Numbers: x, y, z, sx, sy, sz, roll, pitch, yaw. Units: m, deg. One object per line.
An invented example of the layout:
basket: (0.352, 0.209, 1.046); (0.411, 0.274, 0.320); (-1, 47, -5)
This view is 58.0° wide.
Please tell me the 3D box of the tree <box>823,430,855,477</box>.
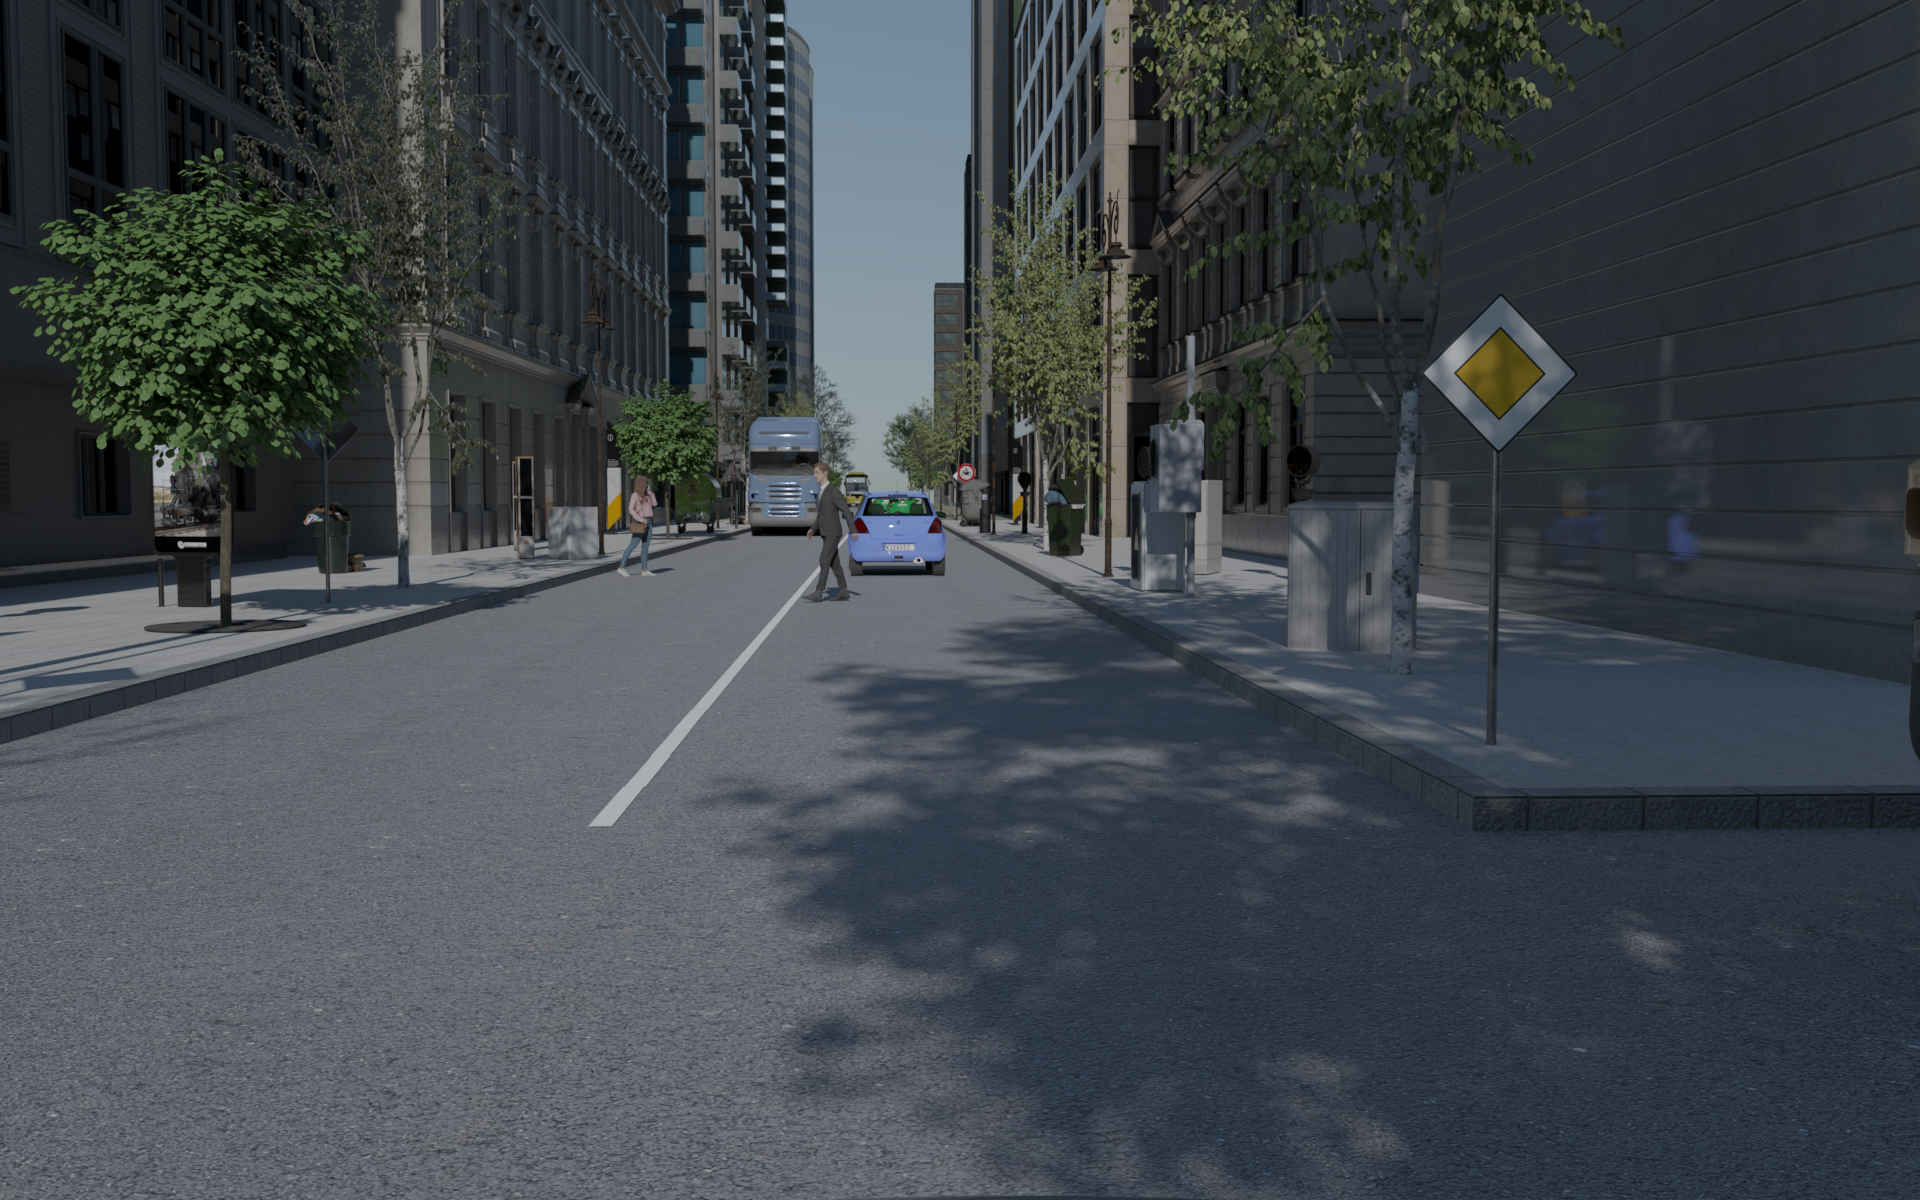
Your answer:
tree: (-17.840, -18.567, 237.976); (7.601, 10.594, 8.767); (-3, 5, -44)

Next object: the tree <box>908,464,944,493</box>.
tree: (-3.285, -11.227, 167.279); (4.285, 4.588, 4.351); (0, 3, 0)

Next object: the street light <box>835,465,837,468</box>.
street light: (-16.096, -15.421, 224.926); (0.468, 5.910, 1.993); (0, 4, -3)

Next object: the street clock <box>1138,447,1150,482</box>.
street clock: (2.930, -1.358, 26.771); (0.358, 2.002, 0.471); (-1, 4, -15)

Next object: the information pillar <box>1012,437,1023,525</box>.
information pillar: (2.365, -4.877, 71.090); (0.504, 3.616, 0.183); (3, 5, 44)

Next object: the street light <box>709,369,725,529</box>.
street light: (-8.976, -5.582, 64.061); (0.468, 5.910, 1.993); (0, 4, -3)

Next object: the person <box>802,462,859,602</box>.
person: (-1.792, -0.900, 22.999); (0.755, 1.850, 0.659); (-2, 4, -26)

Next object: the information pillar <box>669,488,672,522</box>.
information pillar: (-13.534, -5.418, 79.946); (0.183, 3.616, 0.504); (1, 4, 19)

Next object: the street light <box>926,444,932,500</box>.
street light: (-2.355, -9.743, 132.081); (0.468, 5.910, 1.993); (0, 4, -3)

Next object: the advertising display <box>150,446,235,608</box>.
advertising display: (-8.683, -0.880, 19.596); (0.974, 1.923, 0.123); (1, 4, 11)

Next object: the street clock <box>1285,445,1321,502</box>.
street clock: (5.056, -1.284, 25.570); (0.358, 2.002, 0.471); (-3, 5, -45)

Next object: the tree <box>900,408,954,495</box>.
tree: (-2.777, -11.971, 146.085); (4.360, 8.622, 3.978); (0, 3, 0)

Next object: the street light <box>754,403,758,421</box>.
street light: (-9.961, -6.900, 85.600); (0.468, 5.910, 1.993); (0, 4, -3)

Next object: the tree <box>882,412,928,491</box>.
tree: (-6.402, -18.025, 220.461); (9.928, 11.665, 9.643); (0, 3, 0)

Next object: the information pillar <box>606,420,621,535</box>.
information pillar: (-10.919, -3.870, 54.629); (0.504, 3.616, 0.183); (2, 4, 28)

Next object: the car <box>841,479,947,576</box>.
car: (-1.189, -1.345, 31.586); (1.945, 1.707, 3.694); (0, 4, -4)

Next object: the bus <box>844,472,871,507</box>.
bus: (-11.530, -12.312, 192.855); (2.896, 3.916, 12.252); (0, 4, -4)

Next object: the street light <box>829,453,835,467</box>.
street light: (-14.784, -13.687, 196.565); (0.468, 5.910, 1.993); (0, 4, -3)

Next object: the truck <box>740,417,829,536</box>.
truck: (-6.317, -4.689, 66.423); (2.967, 4.110, 18.799); (0, 4, -3)

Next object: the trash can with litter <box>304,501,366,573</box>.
trash can with litter: (-10.163, -1.031, 28.245); (0.624, 1.170, 1.055); (0, 4, 7)

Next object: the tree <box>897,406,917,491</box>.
tree: (-0.431, -8.750, 93.422); (4.737, 8.622, 4.395); (0, 3, 0)

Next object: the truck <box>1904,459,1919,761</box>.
truck: (8.248, -0.986, 5.031); (11.283, 4.237, 2.839); (0, 4, -1)

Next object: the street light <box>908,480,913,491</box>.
street light: (-7.211, -16.520, 242.891); (0.468, 5.910, 1.993); (0, 4, -3)

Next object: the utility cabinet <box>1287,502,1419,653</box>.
utility cabinet: (3.225, -0.190, 14.274); (1.020, 1.237, 0.306); (2, 4, 31)

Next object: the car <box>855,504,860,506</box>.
car: (-11.483, -11.852, 203.558); (2.009, 1.686, 4.222); (0, 4, -4)

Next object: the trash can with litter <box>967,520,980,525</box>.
trash can with litter: (0.620, -3.658, 71.198); (0.624, 1.170, 1.055); (-1, 4, -19)

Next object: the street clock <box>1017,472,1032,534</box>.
street clock: (2.089, -3.137, 55.862); (0.471, 2.002, 0.358); (0, 4, 5)

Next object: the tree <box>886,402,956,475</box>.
tree: (-4.033, -14.786, 176.165); (7.601, 10.594, 8.767); (-1, 4, -20)

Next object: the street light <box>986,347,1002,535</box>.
street light: (1.070, -5.005, 54.614); (0.468, 5.910, 1.993); (0, 4, -3)

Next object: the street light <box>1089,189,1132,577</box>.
street light: (2.296, -3.295, 26.667); (0.468, 5.910, 1.993); (0, 4, -3)

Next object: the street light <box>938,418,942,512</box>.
street light: (-1.135, -7.983, 103.314); (0.468, 5.910, 1.993); (0, 4, -3)

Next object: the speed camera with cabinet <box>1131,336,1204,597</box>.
speed camera with cabinet: (2.655, -1.719, 22.439); (0.660, 3.252, 2.038); (0, 4, -4)

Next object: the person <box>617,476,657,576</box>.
person: (-5.630, -1.289, 30.172); (0.643, 1.750, 0.593); (1, 4, 18)

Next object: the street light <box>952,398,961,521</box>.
street light: (-0.174, -6.771, 83.500); (0.468, 5.910, 1.993); (0, 4, -3)

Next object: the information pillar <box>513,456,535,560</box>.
information pillar: (-8.521, -1.800, 33.930); (0.304, 2.012, 0.304); (-2, 4, -23)

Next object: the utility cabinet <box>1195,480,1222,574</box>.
utility cabinet: (3.937, -1.170, 27.812); (0.318, 1.500, 1.173); (1, 4, 20)

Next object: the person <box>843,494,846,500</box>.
person: (-10.544, -8.869, 156.759); (0.557, 1.426, 1.065); (1, 4, 22)

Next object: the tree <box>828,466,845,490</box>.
tree: (-15.215, -13.507, 204.547); (4.285, 4.588, 4.351); (0, 3, 0)

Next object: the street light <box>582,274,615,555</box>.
street light: (-7.589, -3.897, 36.500); (0.468, 5.910, 1.993); (0, 4, -3)
